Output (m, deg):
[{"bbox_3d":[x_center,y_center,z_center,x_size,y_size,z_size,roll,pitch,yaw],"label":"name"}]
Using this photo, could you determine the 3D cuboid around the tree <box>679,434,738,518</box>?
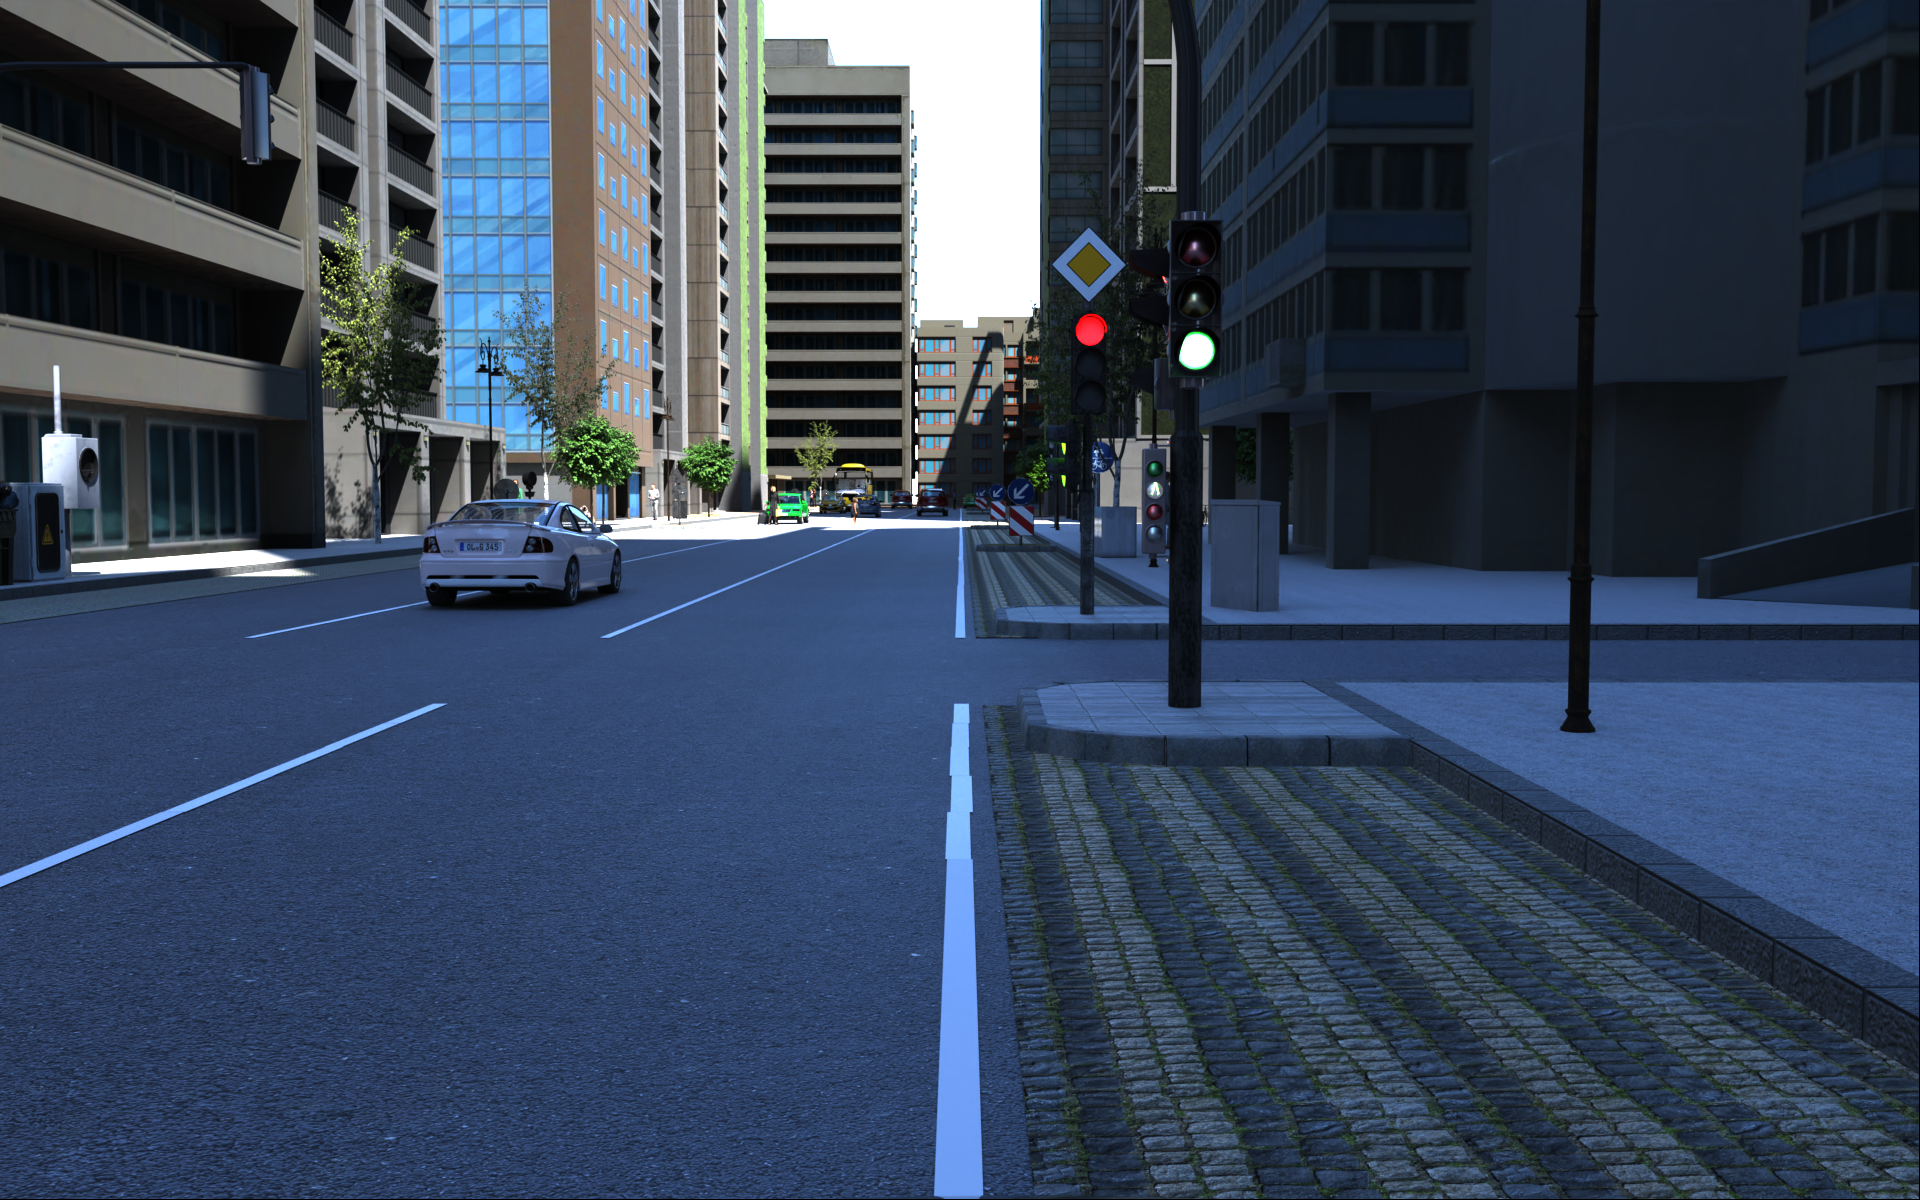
[{"bbox_3d":[-13.764,-6.825,95.303,4.285,4.588,4.351,0,3,0],"label":"tree"}]

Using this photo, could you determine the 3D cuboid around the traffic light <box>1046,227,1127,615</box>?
[{"bbox_3d":[1.337,-1.801,18.368,0.839,4.253,0.868,0,3,0],"label":"traffic light"}]

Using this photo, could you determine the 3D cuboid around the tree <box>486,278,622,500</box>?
[{"bbox_3d":[-14.126,-6.701,59.926,4.360,8.622,3.978,0,3,0],"label":"tree"}]

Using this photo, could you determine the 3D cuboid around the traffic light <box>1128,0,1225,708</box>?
[{"bbox_3d":[-0.759,-2.176,10.243,4.771,5.953,1.251,0,3,0],"label":"traffic light"}]

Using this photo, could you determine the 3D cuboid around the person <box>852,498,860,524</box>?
[{"bbox_3d":[-4.907,-4.209,81.981,0.373,1.253,0.362,1,4,20],"label":"person"}]

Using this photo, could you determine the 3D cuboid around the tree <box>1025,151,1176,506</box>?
[{"bbox_3d":[3.401,-5.350,37.832,4.360,8.622,3.978,0,3,0],"label":"tree"}]

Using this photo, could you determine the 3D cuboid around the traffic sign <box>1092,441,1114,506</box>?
[{"bbox_3d":[3.359,-2.564,42.029,0.768,2.556,0.104,0,4,3],"label":"traffic sign"}]

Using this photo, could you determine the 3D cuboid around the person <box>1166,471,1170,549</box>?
[{"bbox_3d":[4.812,-2.103,40.528,0.391,1.810,0.635,-2,4,-25],"label":"person"}]

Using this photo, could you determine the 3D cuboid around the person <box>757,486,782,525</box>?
[{"bbox_3d":[-8.813,-4.381,80.355,0.699,1.804,1.509,-2,4,-30],"label":"person"}]

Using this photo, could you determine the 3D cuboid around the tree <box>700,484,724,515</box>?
[{"bbox_3d":[-14.831,-6.708,104.273,1.663,3.219,1.824,0,3,0],"label":"tree"}]

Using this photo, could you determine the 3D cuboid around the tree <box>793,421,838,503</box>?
[{"bbox_3d":[-14.025,-13.509,171.240,4.737,8.622,4.395,0,3,0],"label":"tree"}]

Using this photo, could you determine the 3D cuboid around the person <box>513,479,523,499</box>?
[{"bbox_3d":[-15.140,-3.226,59.040,0.600,1.795,0.529,-1,4,-9],"label":"person"}]

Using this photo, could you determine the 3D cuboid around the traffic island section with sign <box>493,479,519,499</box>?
[{"bbox_3d":[-11.523,-2.143,43.665,1.989,1.847,2.006,0,3,0],"label":"traffic island section with sign"}]

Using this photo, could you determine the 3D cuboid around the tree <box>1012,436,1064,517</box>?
[{"bbox_3d":[4.447,-6.975,97.749,4.285,4.588,4.351,0,3,0],"label":"tree"}]

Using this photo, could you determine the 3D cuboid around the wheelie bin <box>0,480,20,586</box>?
[{"bbox_3d":[-13.602,-0.997,24.211,0.693,1.594,0.980,0,4,4],"label":"wheelie bin"}]

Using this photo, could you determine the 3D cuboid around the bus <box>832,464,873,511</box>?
[{"bbox_3d":[-8.697,-9.281,143.288,2.896,3.916,12.252,0,4,0],"label":"bus"}]

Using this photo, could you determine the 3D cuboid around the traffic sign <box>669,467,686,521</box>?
[{"bbox_3d":[-13.655,-5.109,83.543,0.884,2.594,0.081,0,4,1],"label":"traffic sign"}]

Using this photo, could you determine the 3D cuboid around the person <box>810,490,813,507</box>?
[{"bbox_3d":[-14.263,-9.746,166.330,0.436,1.711,0.756,-1,4,-19],"label":"person"}]

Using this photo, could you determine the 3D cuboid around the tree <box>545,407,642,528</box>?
[{"bbox_3d":[-13.963,-4.983,65.181,4.285,4.588,4.351,0,3,0],"label":"tree"}]

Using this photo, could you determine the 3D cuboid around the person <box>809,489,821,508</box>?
[{"bbox_3d":[-13.818,-9.695,165.073,1.217,1.766,0.721,-2,4,-33],"label":"person"}]

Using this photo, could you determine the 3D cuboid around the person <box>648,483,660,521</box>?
[{"bbox_3d":[-14.748,-4.708,83.223,0.606,1.804,0.583,0,4,4],"label":"person"}]

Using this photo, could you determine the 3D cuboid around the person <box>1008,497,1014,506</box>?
[{"bbox_3d":[4.171,-8.089,139.008,0.721,1.735,1.217,2,4,32],"label":"person"}]

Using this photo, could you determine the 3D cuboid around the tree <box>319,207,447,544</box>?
[{"bbox_3d":[-15.048,-5.755,44.453,4.737,8.622,4.395,0,3,0],"label":"tree"}]

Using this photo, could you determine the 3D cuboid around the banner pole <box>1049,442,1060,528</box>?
[{"bbox_3d":[3.516,-4.619,65.541,0.401,3.779,0.863,2,4,26],"label":"banner pole"}]

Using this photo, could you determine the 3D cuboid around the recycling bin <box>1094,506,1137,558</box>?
[{"bbox_3d":[3.148,-1.378,35.090,0.722,1.027,0.722,-1,4,-9],"label":"recycling bin"}]

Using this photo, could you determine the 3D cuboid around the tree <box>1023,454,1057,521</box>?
[{"bbox_3d":[3.823,-5.444,83.603,1.663,3.219,1.824,0,3,0],"label":"tree"}]

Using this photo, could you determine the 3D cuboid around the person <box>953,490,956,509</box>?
[{"bbox_3d":[-0.460,-9.366,161.627,0.705,1.826,1.348,0,4,0],"label":"person"}]

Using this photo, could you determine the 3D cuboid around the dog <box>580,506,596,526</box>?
[{"bbox_3d":[-14.642,-3.322,68.696,0.800,0.831,0.513,3,4,37],"label":"dog"}]

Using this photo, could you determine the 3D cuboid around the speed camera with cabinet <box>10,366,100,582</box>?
[{"bbox_3d":[-13.737,-1.941,26.076,0.660,3.252,2.038,0,4,1],"label":"speed camera with cabinet"}]

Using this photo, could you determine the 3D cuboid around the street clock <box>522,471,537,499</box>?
[{"bbox_3d":[-13.697,-3.094,55.151,0.358,2.002,0.471,2,4,23],"label":"street clock"}]

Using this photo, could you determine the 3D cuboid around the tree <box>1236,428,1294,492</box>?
[{"bbox_3d":[10.005,-4.454,56.539,4.285,4.588,4.351,0,3,0],"label":"tree"}]

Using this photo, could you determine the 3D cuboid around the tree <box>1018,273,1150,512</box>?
[{"bbox_3d":[4.052,-6.391,54.852,4.737,8.622,4.395,0,3,0],"label":"tree"}]

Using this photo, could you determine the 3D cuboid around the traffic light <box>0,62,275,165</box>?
[{"bbox_3d":[-9.732,-2.674,18.394,4.771,5.953,1.251,0,3,0],"label":"traffic light"}]

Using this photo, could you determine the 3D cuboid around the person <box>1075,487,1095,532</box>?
[{"bbox_3d":[3.777,-2.794,52.146,0.576,1.772,0.534,-1,4,-23],"label":"person"}]

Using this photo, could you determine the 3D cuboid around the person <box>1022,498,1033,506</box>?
[{"bbox_3d":[3.847,-5.867,102.068,0.705,1.812,1.348,3,5,40],"label":"person"}]
